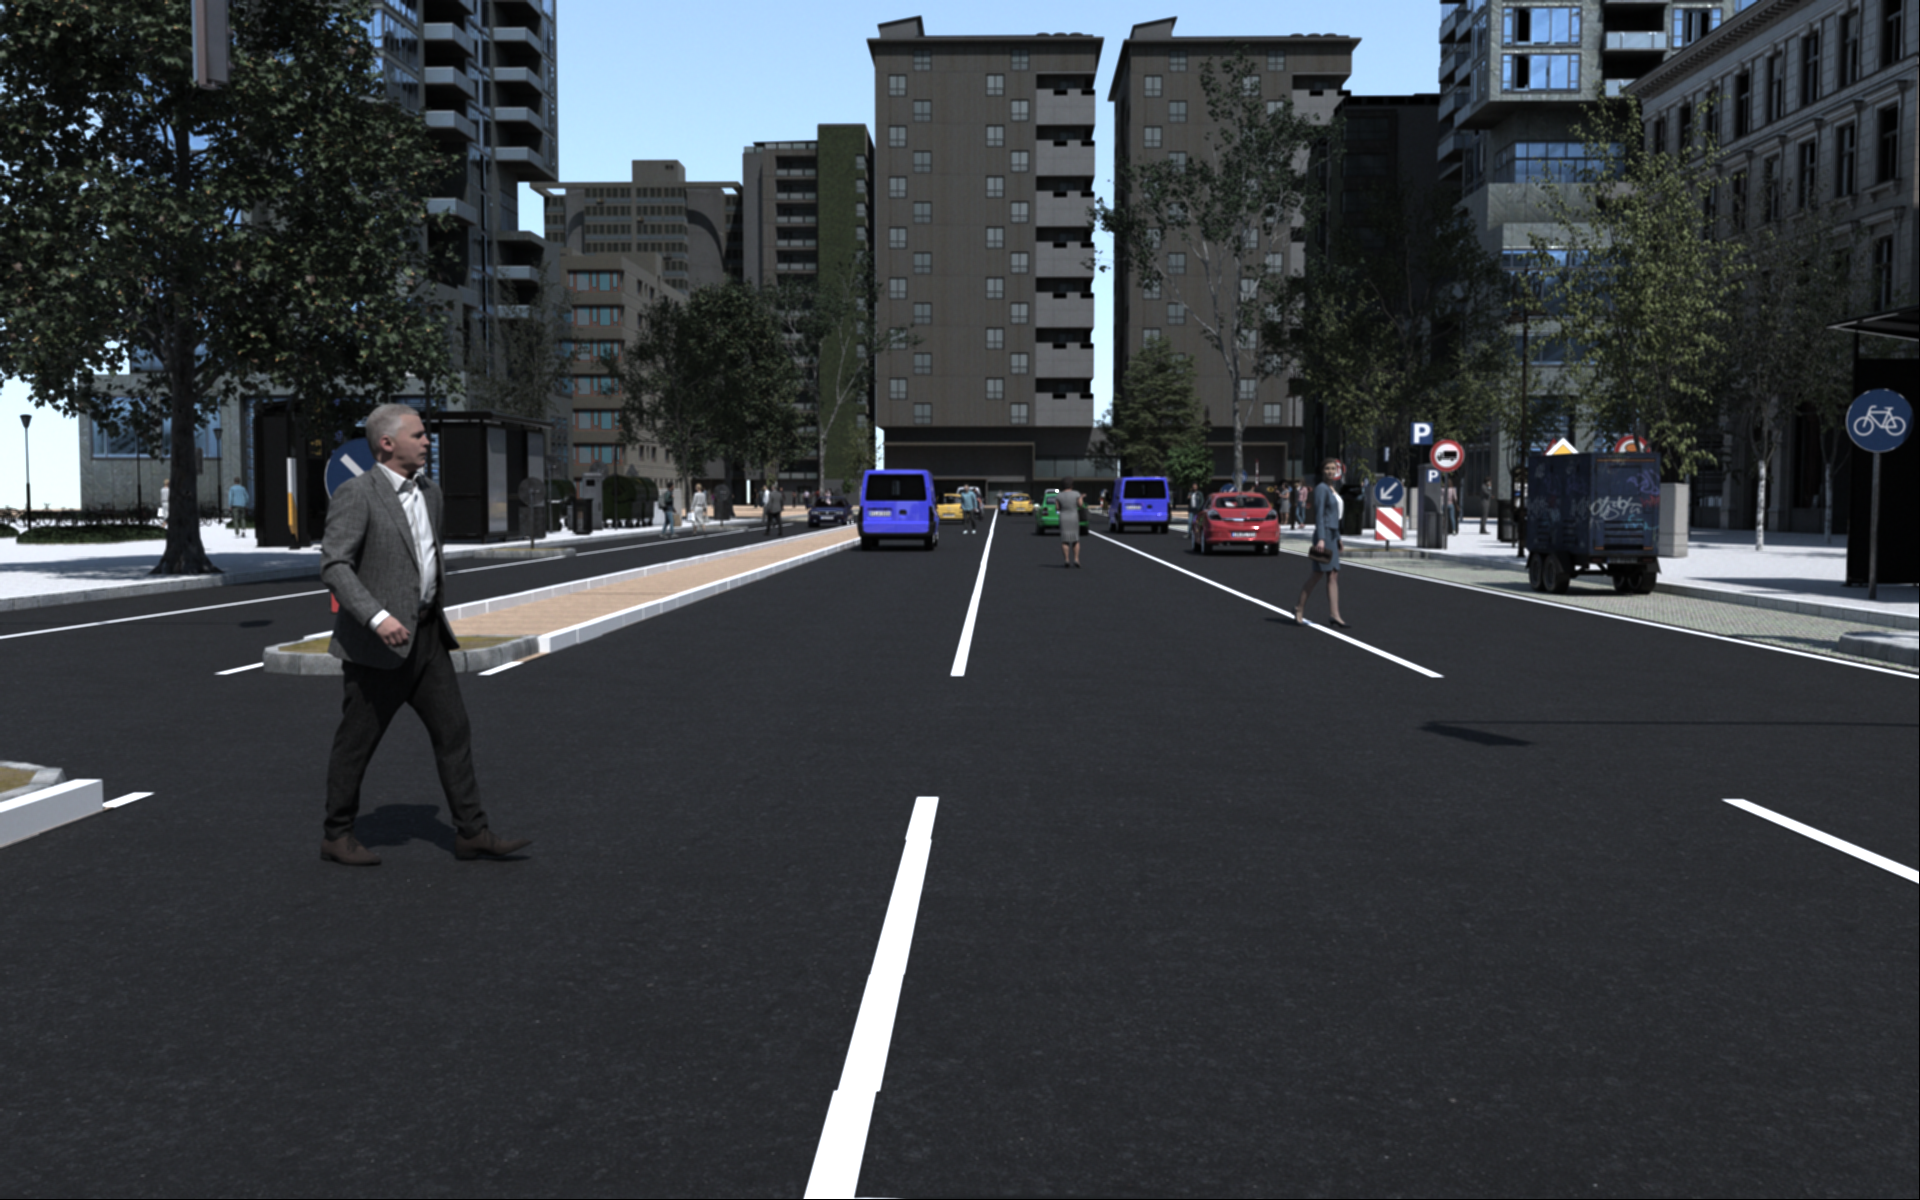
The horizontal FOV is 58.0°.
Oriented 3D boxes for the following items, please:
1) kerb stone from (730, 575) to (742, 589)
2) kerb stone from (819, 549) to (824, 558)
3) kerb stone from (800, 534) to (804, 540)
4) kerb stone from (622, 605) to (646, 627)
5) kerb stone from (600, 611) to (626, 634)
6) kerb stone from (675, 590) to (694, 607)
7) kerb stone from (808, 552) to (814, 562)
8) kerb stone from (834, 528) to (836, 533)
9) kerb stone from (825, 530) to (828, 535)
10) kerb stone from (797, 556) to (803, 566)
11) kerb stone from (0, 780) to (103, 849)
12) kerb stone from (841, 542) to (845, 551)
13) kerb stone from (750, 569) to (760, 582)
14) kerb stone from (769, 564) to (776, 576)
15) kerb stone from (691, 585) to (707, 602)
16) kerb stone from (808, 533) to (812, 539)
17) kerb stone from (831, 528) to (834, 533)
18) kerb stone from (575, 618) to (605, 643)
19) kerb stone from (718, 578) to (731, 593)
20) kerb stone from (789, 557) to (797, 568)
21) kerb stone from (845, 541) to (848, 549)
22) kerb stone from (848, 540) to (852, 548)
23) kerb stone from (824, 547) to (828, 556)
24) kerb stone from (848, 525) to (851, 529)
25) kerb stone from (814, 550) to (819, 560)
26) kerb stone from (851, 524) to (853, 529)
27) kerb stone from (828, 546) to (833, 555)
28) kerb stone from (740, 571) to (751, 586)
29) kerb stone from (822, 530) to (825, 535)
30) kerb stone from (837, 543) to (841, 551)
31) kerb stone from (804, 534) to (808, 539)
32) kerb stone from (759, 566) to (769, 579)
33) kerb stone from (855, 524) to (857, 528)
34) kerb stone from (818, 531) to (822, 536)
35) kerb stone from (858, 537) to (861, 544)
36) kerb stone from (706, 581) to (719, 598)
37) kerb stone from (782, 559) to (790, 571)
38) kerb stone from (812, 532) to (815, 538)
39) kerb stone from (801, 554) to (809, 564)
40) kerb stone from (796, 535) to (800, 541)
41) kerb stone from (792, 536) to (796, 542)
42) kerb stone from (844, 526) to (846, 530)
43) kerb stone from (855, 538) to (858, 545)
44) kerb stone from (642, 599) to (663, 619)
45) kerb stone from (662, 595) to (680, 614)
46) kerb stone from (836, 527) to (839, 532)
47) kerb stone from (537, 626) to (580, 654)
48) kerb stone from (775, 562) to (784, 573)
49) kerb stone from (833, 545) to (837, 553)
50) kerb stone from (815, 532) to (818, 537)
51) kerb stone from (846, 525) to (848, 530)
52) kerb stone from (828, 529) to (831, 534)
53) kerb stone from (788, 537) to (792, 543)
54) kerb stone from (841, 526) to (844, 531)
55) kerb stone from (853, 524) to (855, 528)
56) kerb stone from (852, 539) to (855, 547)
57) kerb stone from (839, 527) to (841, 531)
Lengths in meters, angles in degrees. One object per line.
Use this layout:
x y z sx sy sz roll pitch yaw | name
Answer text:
-3.488 -0.251 26.291 0.120 0.150 1.000 0 4 1 | kerb stone
-3.201 -1.001 38.589 0.120 0.150 1.000 0 4 1 | kerb stone
-4.963 -1.884 53.046 0.120 0.150 1.000 0 4 1 | kerb stone
-3.659 0.189 19.101 0.120 0.150 1.000 0 4 1 | kerb stone
-3.680 0.252 18.079 0.120 0.150 1.000 0 4 1 | kerb stone
-3.584 0.001 22.172 0.120 0.150 1.000 0 4 1 | kerb stone
-3.246 -0.876 36.543 0.120 0.150 1.000 0 4 1 | kerb stone
-4.716 -2.513 63.290 0.120 0.150 1.000 0 4 1 | kerb stone
-4.799 -2.325 60.208 0.120 0.150 1.000 0 4 1 | kerb stone
-3.300 -0.752 34.492 0.120 0.150 1.000 0 4 1 | kerb stone
-3.929 0.913 7.298 0.120 0.150 1.000 0 4 1 | kerb stone
-3.071 -1.316 43.724 0.120 0.150 1.000 0 4 1 | kerb stone
-3.437 -0.375 28.339 0.120 0.150 1.000 0 4 1 | kerb stone
-3.395 -0.498 30.392 0.120 0.150 1.000 0 4 1 | kerb stone
-3.562 -0.061 23.198 0.120 0.150 1.000 0 4 1 | kerb stone
-4.917 -2.012 55.090 0.120 0.150 1.000 0 4 1 | kerb stone
-4.747 -2.448 62.268 0.120 0.150 1.000 0 4 1 | kerb stone
-3.699 0.315 17.056 0.120 0.150 1.000 0 4 1 | kerb stone
-3.519 -0.187 25.259 0.120 0.150 1.000 0 4 1 | kerb stone
-3.320 -0.690 33.470 0.120 0.150 1.000 0 4 1 | kerb stone
-3.059 -1.379 44.755 0.120 0.150 1.000 0 4 1 | kerb stone
-3.025 -1.443 45.781 0.120 0.150 1.000 0 4 1 | kerb stone
-3.181 -1.065 39.616 0.120 0.150 1.000 0 4 1 | kerb stone
-4.585 -2.890 69.440 0.120 0.150 1.000 0 4 1 | kerb stone
-3.219 -0.940 37.566 0.120 0.150 1.000 0 4 1 | kerb stone
-4.557 -2.952 70.462 0.120 0.150 1.000 0 4 1 | kerb stone
-3.148 -1.128 40.646 0.120 0.150 1.000 0 4 1 | kerb stone
-3.462 -0.313 27.317 0.120 0.150 1.000 0 4 1 | kerb stone
-4.824 -2.257 59.187 0.120 0.150 1.000 0 4 1 | kerb stone
-3.106 -1.254 42.703 0.120 0.150 1.000 0 4 1 | kerb stone
-4.940 -1.949 54.068 0.120 0.150 1.000 0 4 1 | kerb stone
-3.411 -0.439 29.369 0.120 0.150 1.000 0 4 1 | kerb stone
-4.510 -3.077 72.506 0.120 0.150 1.000 0 4 1 | kerb stone
-4.837 -2.200 58.163 0.120 0.150 1.000 0 4 1 | kerb stone
-2.952 -1.630 48.847 0.120 0.150 1.000 0 4 1 | kerb stone
-3.543 -0.123 24.222 0.120 0.150 1.000 0 4 1 | kerb stone
-3.348 -0.627 32.448 0.120 0.150 1.000 0 4 1 | kerb stone
-4.890 -2.074 56.113 0.120 0.150 1.000 0 4 1 | kerb stone
-3.272 -0.815 35.514 0.120 0.150 1.000 0 4 1 | kerb stone
-4.990 -1.824 52.024 0.120 0.150 1.000 0 4 1 | kerb stone
-5.014 -1.758 51.000 0.120 0.150 1.000 0 4 1 | kerb stone
-4.631 -2.764 67.390 0.120 0.150 1.000 0 4 1 | kerb stone
-2.995 -1.563 47.826 0.120 0.150 1.000 0 4 1 | kerb stone
-3.635 0.126 20.128 0.120 0.150 1.000 0 4 1 | kerb stone
-3.607 0.069 21.150 0.120 0.150 1.000 0 4 1 | kerb stone
-4.692 -2.576 64.312 0.120 0.150 1.000 0 4 1 | kerb stone
-3.725 0.377 16.035 0.120 0.150 1.000 0 4 1 | kerb stone
-3.369 -0.564 31.413 0.120 0.150 1.000 0 4 1 | kerb stone
-3.125 -1.190 41.681 0.120 0.150 1.000 0 4 1 | kerb stone
-4.867 -2.137 57.139 0.120 0.150 1.000 0 4 1 | kerb stone
-4.611 -2.825 68.412 0.120 0.150 1.000 0 4 1 | kerb stone
-4.768 -2.388 61.243 0.120 0.150 1.000 0 4 1 | kerb stone
-5.032 -1.694 49.963 0.120 0.150 1.000 0 4 1 | kerb stone
-4.647 -2.701 66.357 0.120 0.150 1.000 0 4 1 | kerb stone
-4.537 -3.015 71.484 0.120 0.150 1.000 0 4 1 | kerb stone
-2.997 -1.505 46.803 0.120 0.150 1.000 0 4 1 | kerb stone
-4.675 -2.638 65.334 0.120 0.150 1.000 0 4 1 | kerb stone
